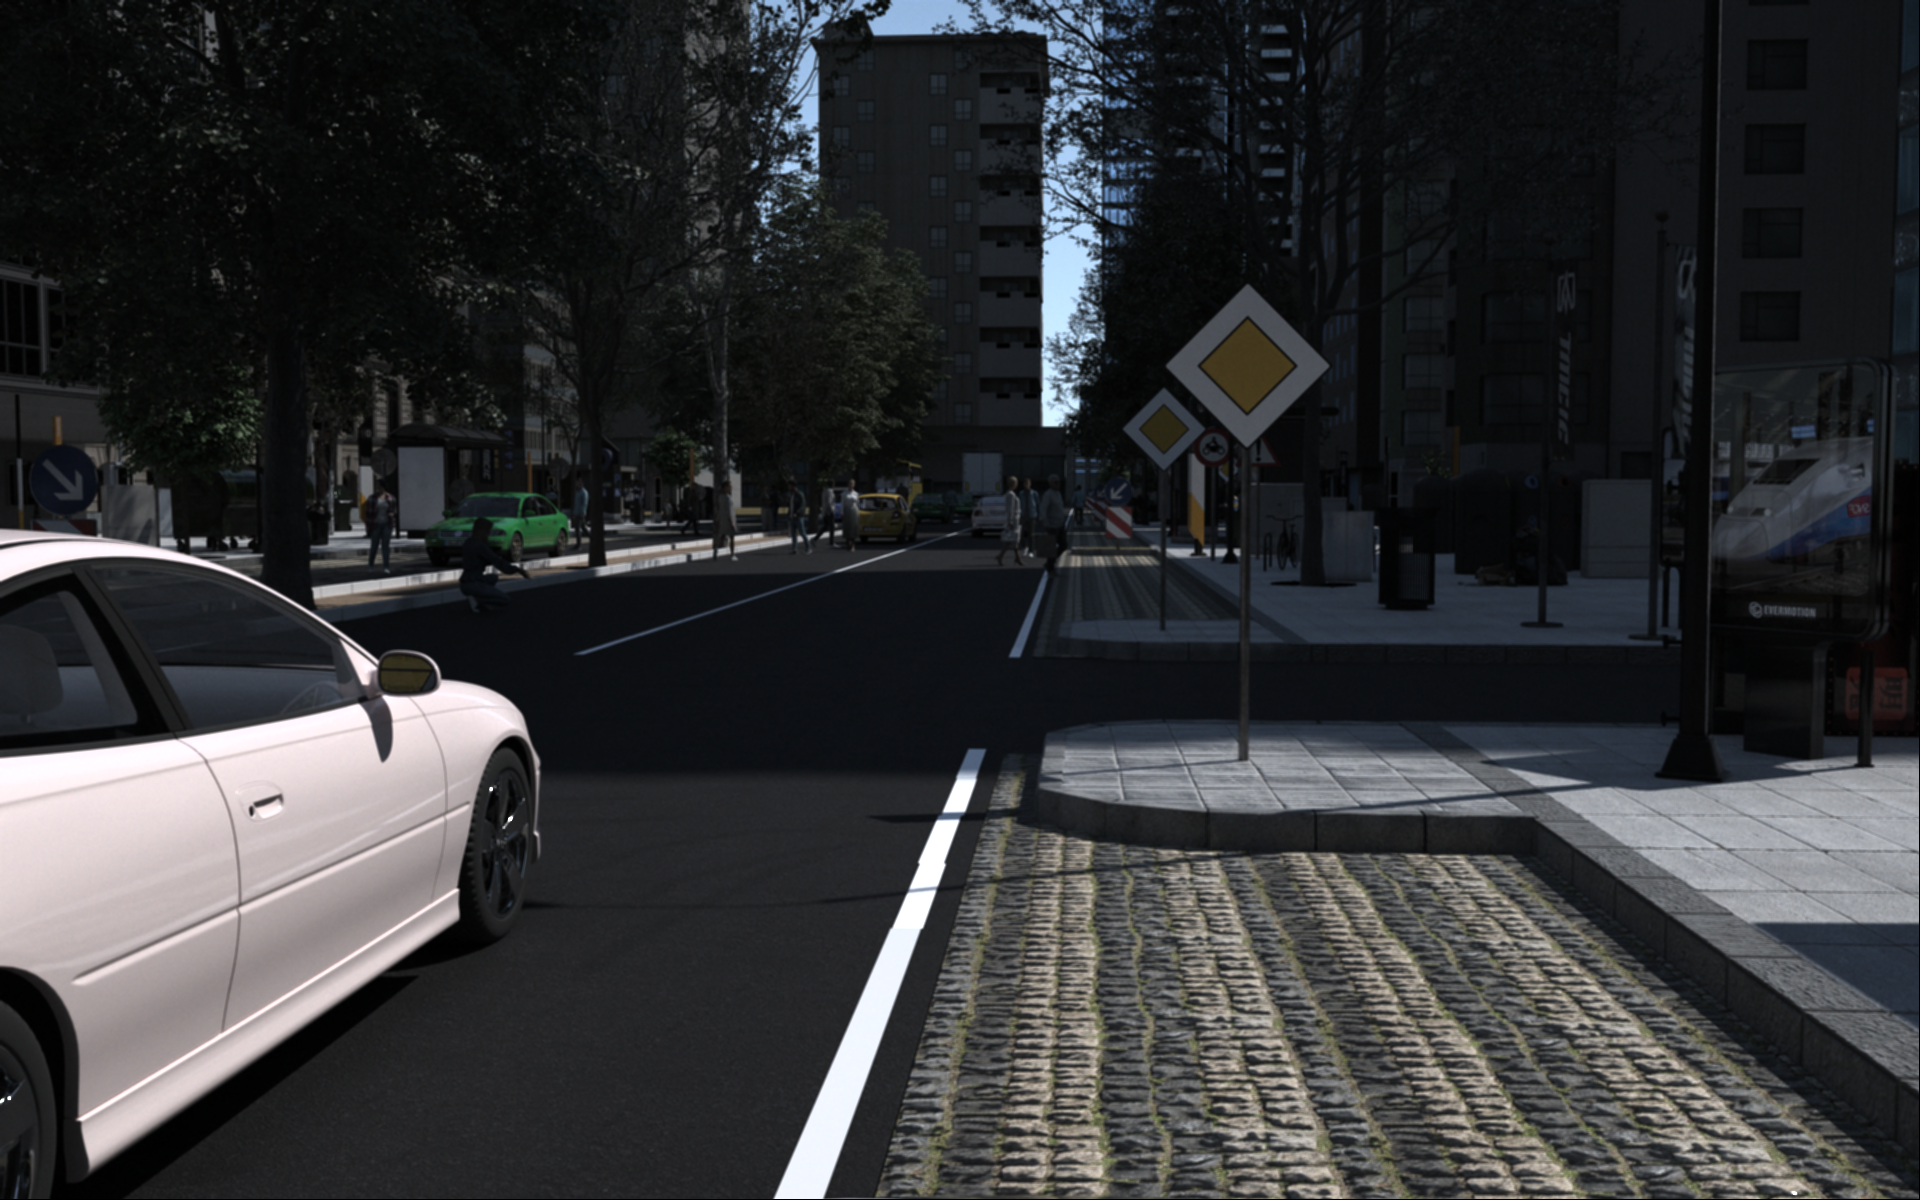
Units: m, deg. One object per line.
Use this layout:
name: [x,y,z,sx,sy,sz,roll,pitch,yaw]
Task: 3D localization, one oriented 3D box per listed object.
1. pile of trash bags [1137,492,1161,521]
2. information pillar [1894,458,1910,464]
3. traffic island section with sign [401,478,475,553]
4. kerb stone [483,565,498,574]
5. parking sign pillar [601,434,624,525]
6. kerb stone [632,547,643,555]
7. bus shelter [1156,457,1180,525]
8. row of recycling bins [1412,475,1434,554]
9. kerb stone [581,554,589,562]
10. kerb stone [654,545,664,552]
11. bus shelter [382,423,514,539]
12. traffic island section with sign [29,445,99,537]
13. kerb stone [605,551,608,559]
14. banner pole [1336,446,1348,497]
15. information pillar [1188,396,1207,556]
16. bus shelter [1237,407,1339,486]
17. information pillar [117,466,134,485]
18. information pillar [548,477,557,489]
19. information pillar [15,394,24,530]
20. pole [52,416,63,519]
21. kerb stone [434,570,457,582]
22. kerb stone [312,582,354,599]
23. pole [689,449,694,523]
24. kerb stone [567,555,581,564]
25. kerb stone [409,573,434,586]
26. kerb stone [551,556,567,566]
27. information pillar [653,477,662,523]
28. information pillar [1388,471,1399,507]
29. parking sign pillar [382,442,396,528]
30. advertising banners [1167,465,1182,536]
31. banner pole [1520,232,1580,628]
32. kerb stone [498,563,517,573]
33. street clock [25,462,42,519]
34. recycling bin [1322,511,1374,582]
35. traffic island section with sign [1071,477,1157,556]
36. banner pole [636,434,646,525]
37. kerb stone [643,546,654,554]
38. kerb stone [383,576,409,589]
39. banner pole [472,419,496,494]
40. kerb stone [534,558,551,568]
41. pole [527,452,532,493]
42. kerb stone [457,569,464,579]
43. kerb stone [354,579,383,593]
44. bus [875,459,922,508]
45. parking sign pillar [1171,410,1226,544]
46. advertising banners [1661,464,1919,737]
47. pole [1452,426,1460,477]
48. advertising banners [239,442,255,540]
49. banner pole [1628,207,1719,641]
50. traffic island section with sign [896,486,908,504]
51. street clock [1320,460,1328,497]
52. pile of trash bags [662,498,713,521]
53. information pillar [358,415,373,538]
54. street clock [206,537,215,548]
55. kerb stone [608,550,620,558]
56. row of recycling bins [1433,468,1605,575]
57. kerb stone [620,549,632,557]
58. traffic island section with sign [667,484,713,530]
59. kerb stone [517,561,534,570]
pile of trash bags: [9.441,-4.474,82.907,1.912,1.369,3.447,-2,4,-24]
information pillar: [19.248,-1.901,35.573,0.304,2.012,0.304,-2,4,-30]
traffic island section with sign: [-12.377,-2.071,42.496,1.989,1.847,2.006,0,4,4]
kerb stone: [-8.381,-0.504,30.429,0.120,0.150,1.000,0,4,4]
parking sign pillar: [-14.971,-5.191,73.348,1.447,3.967,1.447,2,4,35]
kerb stone: [-7.679,-1.129,40.657,0.120,0.150,1.000,0,4,4]
bus shelter: [8.656,-4.547,68.263,2.014,3.302,5.546,0,4,4]
row of recycling bins: [11.350,-1.912,38.367,3.534,1.692,1.069,-3,4,-38]
kerb stone: [-7.964,-0.879,36.571,0.120,0.150,1.000,0,4,4]
kerb stone: [-7.547,-1.255,42.707,0.120,0.150,1.000,0,4,4]
bus shelter: [-15.254,-3.553,52.021,2.014,3.302,5.546,0,4,4]
traffic island section with sign: [-8.248,-0.522,16.674,2.006,1.907,1.989,0,4,4]
kerb stone: [-7.900,-0.942,37.598,0.120,0.150,1.000,0,4,4]
banner pole: [19.651,-6.080,89.429,0.863,3.779,0.401,-1,4,-19]
information pillar: [4.874,-2.709,35.640,0.183,3.616,0.504,3,5,43]
bus shelter: [8.382,-4.181,45.991,2.179,5.291,8.768,0,4,4]
information pillar: [-21.809,-2.495,45.289,0.304,2.012,0.304,0,4,-2]
information pillar: [-17.411,-4.254,74.041,0.304,2.012,0.304,1,4,13]
information pillar: [-22.083,-3.017,40.678,0.183,3.616,0.504,-2,4,-27]
pole: [-23.726,-3.165,45.585,0.158,3.312,0.155,0,3,0]
kerb stone: [-8.523,-0.378,28.381,0.120,0.150,1.000,0,4,4]
kerb stone: [-8.798,-0.128,24.288,0.120,0.150,1.000,0,4,4]
pole: [-12.002,-5.122,77.587,0.158,3.312,0.155,0,3,0]
kerb stone: [-8.036,-0.816,35.548,0.120,0.150,1.000,0,4,4]
kerb stone: [-8.589,-0.316,27.354,0.120,0.150,1.000,0,4,4]
kerb stone: [-8.096,-0.754,34.528,0.120,0.150,1.000,0,4,4]
information pillar: [-13.334,-4.395,76.343,0.304,2.012,0.304,-1,4,-20]
information pillar: [13.754,-3.089,54.999,0.304,2.012,0.304,0,4,5]
parking sign pillar: [-21.192,-4.720,65.640,1.447,3.967,1.447,-1,4,-17]
advertising banners: [6.110,-3.233,49.046,0.090,3.025,2.074,0,4,-6]
banner pole: [5.665,-1.617,16.455,0.401,3.779,0.863,0,4,-5]
kerb stone: [-8.311,-0.566,31.455,0.120,0.150,1.000,0,4,4]
street clock: [-20.726,-2.098,38.870,0.471,2.002,0.358,2,4,32]
recycling bin: [5.748,-0.801,25.647,0.722,1.027,0.722,1,4,16]
traffic island section with sign: [3.615,-1.972,40.863,1.989,1.847,2.006,0,4,4]
banner pole: [-13.209,-5.019,72.076,0.401,3.779,0.863,-2,4,-30]
kerb stone: [-7.608,-1.191,41.686,0.120,0.150,1.000,0,4,4]
kerb stone: [-8.665,-0.248,26.333,0.120,0.150,1.000,0,4,4]
banner pole: [-15.398,-4.021,55.768,0.863,3.779,0.401,-1,4,-18]
kerb stone: [-8.172,-0.691,33.500,0.120,0.150,1.000,0,4,4]
pole: [-20.832,-5.506,83.874,0.158,3.312,0.155,0,3,0]
kerb stone: [-8.447,-0.441,29.405,0.120,0.150,1.000,0,4,4]
kerb stone: [-8.729,-0.191,25.311,0.120,0.150,1.000,0,4,4]
bus: [-4.288,-7.876,120.318,2.896,3.916,12.252,0,4,3]
parking sign pillar: [6.210,-3.457,44.988,1.447,3.967,1.447,-1,4,-23]
advertising banners: [4.798,-0.789,9.085,2.074,3.025,0.090,0,4,6]
pole: [14.842,-3.550,51.879,0.158,3.312,0.155,0,3,0]
advertising banners: [-20.282,-3.253,49.381,0.090,3.025,2.074,-1,4,-8]
banner pole: [6.346,-1.547,15.317,0.863,3.779,0.401,-1,4,-23]
traffic island section with sign: [-3.142,-5.107,91.639,2.006,1.907,1.989,0,4,4]
street clock: [7.542,-1.973,36.821,0.358,2.002,0.471,-2,4,-25]
pile of trash bags: [-12.902,-4.608,85.101,1.912,1.369,3.447,3,4,38]
information pillar: [-17.499,-3.651,51.051,0.183,3.616,0.504,2,4,27]
street clock: [-17.799,-2.237,41.144,0.358,2.002,0.471,-3,5,-40]
kerb stone: [-7.820,-1.004,38.617,0.120,0.150,1.000,0,4,4]
row of recycling bins: [9.419,-1.315,28.621,3.534,1.692,1.069,-3,4,-37]
kerb stone: [-7.756,-1.067,39.637,0.120,0.150,1.000,0,4,4]
traffic island section with sign: [-10.548,-3.716,69.389,1.989,1.847,2.006,0,4,4]
kerb stone: [-8.248,-0.620,32.476,0.120,0.150,1.000,0,4,4]
